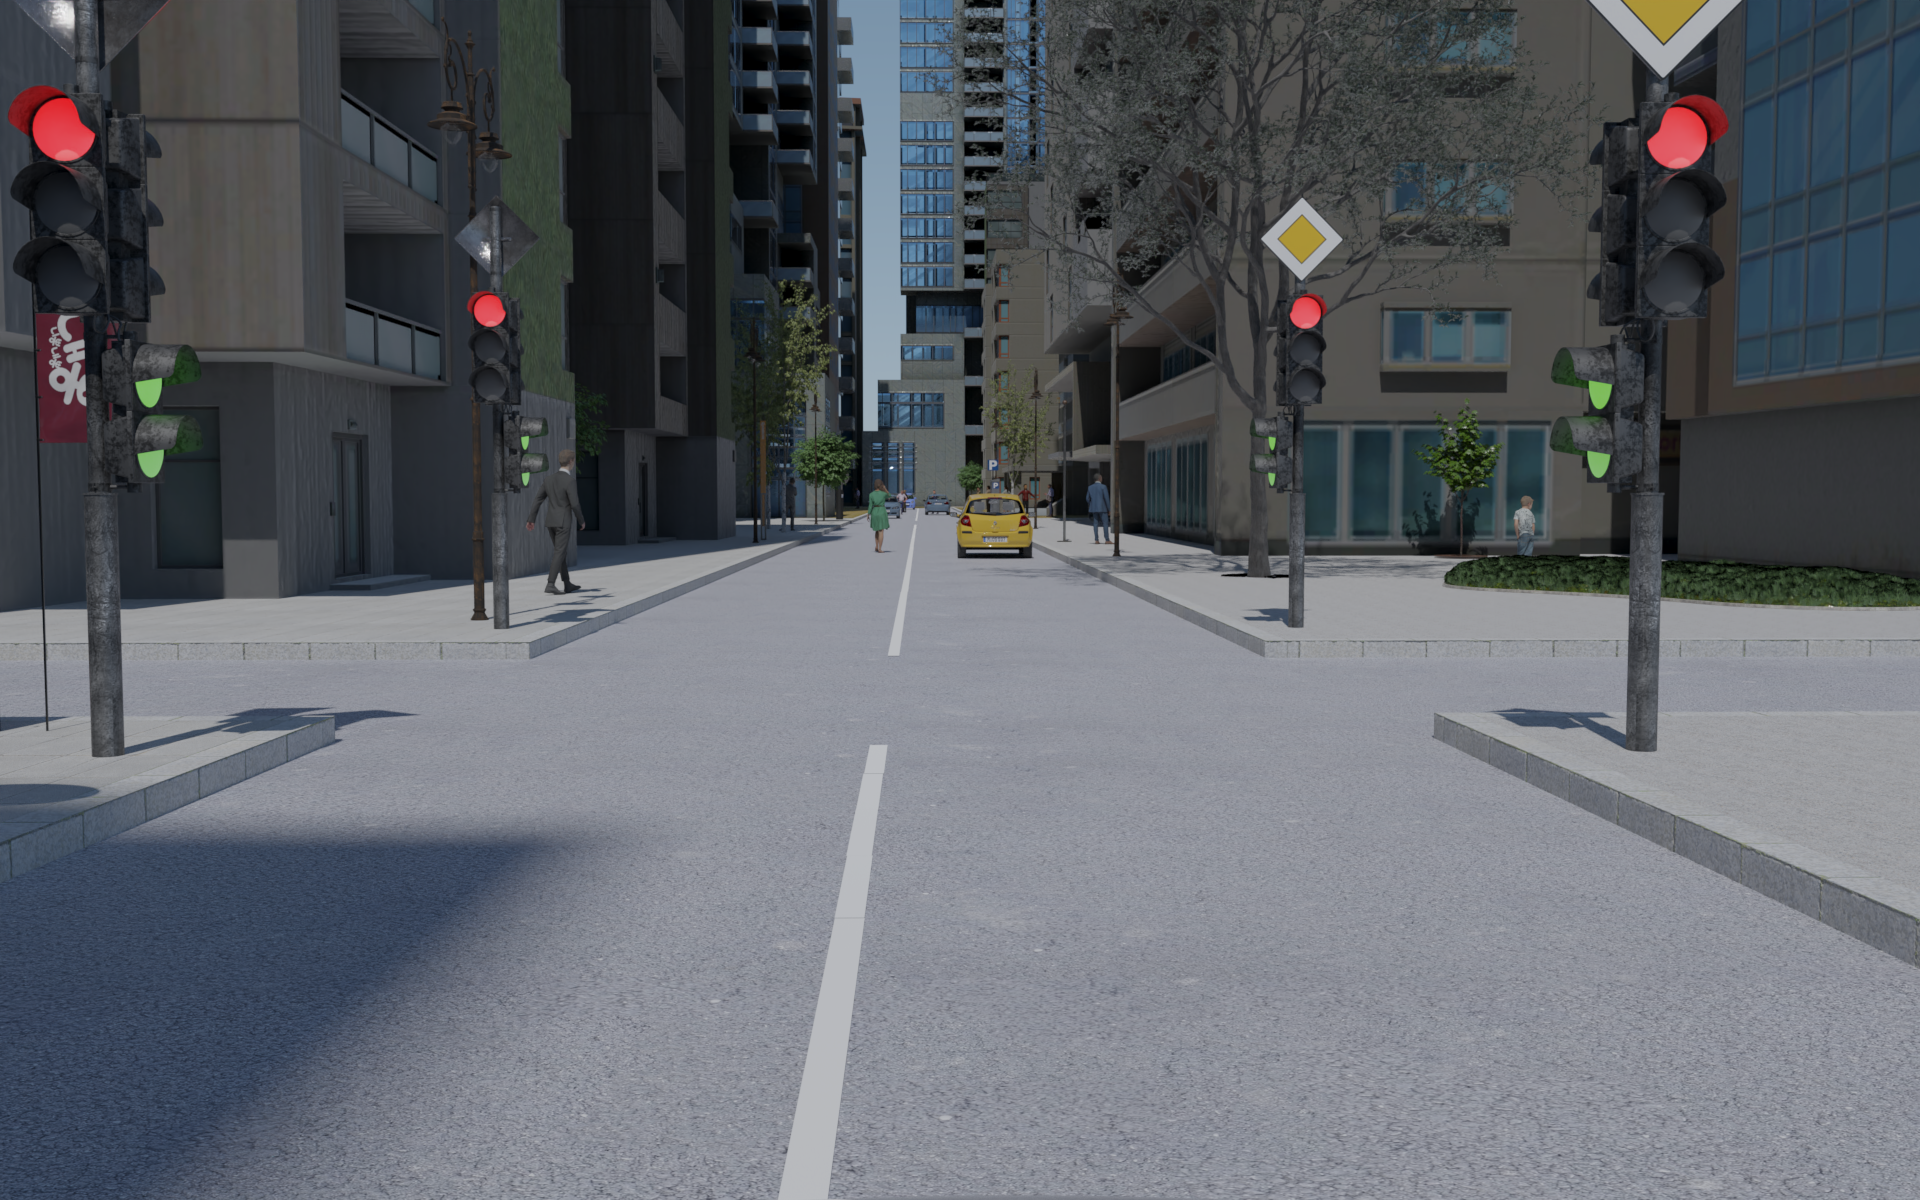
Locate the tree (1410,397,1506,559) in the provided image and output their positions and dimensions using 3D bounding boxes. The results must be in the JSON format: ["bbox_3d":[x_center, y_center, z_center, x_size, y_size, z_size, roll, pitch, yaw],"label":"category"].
[{"bbox_3d":[10.100,-2.438,34.462,1.663,3.219,1.824,0,3,0],"label":"tree"}]

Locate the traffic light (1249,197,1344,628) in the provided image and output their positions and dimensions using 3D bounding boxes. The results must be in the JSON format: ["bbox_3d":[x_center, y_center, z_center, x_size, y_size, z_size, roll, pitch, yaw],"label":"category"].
[{"bbox_3d":[3.214,-1.690,16.549,0.839,4.253,0.868,0,4,-1],"label":"traffic light"}]

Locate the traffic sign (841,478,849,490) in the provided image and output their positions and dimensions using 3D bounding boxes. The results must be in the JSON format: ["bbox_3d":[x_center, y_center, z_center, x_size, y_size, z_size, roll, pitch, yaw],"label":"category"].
[{"bbox_3d":[-6.144,-5.499,90.014,0.768,2.556,0.104,1,4,8],"label":"traffic sign"}]

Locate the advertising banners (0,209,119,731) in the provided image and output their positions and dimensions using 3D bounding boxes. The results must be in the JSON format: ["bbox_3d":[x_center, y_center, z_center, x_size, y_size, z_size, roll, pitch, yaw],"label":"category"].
[{"bbox_3d":[-5.451,-0.798,9.227,2.074,3.025,0.090,0,4,-5],"label":"advertising banners"}]

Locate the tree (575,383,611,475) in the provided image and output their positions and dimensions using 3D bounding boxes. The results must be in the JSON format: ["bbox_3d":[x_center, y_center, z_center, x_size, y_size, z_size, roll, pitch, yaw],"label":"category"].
[{"bbox_3d":[-9.015,-3.167,35.492,4.285,4.588,4.351,0,3,0],"label":"tree"}]

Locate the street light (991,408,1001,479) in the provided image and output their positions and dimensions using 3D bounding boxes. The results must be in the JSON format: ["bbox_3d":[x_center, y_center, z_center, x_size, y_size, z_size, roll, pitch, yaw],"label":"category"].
[{"bbox_3d":[1.895,-7.251,91.334,0.468,5.910,1.993,0,4,-1],"label":"street light"}]

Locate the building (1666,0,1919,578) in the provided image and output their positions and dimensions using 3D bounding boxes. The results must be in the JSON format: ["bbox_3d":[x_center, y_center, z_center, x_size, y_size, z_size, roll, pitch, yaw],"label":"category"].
[{"bbox_3d":[20.609,-22.921,24.869,14.200,45.320,14.600,0,4,-1],"label":"building"}]

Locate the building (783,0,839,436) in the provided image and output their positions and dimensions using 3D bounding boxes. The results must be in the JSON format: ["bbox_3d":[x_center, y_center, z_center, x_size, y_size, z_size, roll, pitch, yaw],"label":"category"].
[{"bbox_3d":[-16.326,-29.289,128.981,14.600,45.320,14.200,0,4,-1],"label":"building"}]

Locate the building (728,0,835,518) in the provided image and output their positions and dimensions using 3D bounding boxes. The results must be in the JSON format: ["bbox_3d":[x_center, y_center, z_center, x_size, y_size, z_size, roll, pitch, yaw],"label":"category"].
[{"bbox_3d":[-18.697,-48.467,105.106,22.319,86.520,31.000,0,4,-1],"label":"building"}]

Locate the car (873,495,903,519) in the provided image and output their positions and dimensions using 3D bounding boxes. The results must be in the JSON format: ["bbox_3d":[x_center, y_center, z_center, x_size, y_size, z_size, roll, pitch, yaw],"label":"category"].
[{"bbox_3d":[-4.396,-5.525,102.336,2.014,1.417,4.499,0,4,-2],"label":"car"}]

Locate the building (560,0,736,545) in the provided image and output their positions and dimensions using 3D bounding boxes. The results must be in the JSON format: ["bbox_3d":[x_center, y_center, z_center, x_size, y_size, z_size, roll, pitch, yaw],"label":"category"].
[{"bbox_3d":[-13.728,-16.724,45.139,14.160,30.474,14.107,0,4,-1],"label":"building"}]

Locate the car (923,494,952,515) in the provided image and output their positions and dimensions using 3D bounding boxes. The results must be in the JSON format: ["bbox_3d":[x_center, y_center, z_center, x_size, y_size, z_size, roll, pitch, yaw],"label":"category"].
[{"bbox_3d":[-1.551,-6.550,119.088,2.014,1.417,4.499,0,4,-2],"label":"car"}]

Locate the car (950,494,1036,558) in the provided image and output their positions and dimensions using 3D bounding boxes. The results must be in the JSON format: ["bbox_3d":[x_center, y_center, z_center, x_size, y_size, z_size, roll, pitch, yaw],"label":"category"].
[{"bbox_3d":[0.769,-1.821,39.993,2.015,1.641,3.980,0,4,0],"label":"car"}]

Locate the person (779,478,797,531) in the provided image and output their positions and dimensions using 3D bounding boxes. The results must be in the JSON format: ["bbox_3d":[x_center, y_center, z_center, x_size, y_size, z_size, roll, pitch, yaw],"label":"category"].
[{"bbox_3d":[-6.018,-3.351,60.637,0.655,1.846,0.447,-1,4,-12],"label":"person"}]

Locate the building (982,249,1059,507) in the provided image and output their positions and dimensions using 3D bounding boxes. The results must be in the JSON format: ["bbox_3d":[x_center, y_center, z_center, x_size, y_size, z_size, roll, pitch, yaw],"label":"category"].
[{"bbox_3d":[16.049,-17.875,137.296,27.650,21.520,28.899,0,4,-1],"label":"building"}]

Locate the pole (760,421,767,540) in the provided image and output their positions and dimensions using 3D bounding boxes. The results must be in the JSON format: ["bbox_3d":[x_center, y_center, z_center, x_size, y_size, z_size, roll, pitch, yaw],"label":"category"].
[{"bbox_3d":[-5.480,-3.325,48.200,0.158,3.312,0.155,0,3,0],"label":"pole"}]

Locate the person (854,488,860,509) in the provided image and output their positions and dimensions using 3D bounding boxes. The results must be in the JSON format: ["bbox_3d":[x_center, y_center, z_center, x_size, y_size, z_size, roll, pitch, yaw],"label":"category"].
[{"bbox_3d":[-9.064,-8.881,151.120,0.599,1.838,0.709,1,4,9],"label":"person"}]

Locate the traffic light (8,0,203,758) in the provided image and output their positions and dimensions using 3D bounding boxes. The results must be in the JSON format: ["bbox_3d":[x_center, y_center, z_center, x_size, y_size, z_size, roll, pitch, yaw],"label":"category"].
[{"bbox_3d":[-4.163,-1.190,8.379,0.839,4.253,0.868,0,4,-1],"label":"traffic light"}]

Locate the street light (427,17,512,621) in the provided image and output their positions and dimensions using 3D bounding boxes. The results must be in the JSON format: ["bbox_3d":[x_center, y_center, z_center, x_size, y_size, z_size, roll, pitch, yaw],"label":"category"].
[{"bbox_3d":[-4.889,-2.731,17.447,0.468,5.910,1.993,0,4,-1],"label":"street light"}]

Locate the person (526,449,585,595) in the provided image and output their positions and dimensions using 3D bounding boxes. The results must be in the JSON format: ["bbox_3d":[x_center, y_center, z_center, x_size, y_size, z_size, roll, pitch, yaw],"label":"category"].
[{"bbox_3d":[-5.074,-1.001,22.188,0.659,1.850,0.755,2,4,34],"label":"person"}]

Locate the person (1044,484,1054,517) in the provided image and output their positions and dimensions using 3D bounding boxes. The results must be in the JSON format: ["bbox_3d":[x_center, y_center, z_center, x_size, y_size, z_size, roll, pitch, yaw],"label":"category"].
[{"bbox_3d":[4.899,-5.527,96.279,0.599,1.838,0.709,1,4,14],"label":"person"}]

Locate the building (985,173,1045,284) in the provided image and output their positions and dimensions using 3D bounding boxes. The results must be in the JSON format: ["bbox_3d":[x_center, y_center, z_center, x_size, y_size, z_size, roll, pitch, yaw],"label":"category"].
[{"bbox_3d":[9.184,-23.660,158.549,14.160,30.474,14.107,0,4,-1],"label":"building"}]

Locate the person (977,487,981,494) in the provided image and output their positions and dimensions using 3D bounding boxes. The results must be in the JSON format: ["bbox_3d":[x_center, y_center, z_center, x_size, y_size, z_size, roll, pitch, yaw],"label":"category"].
[{"bbox_3d":[1.452,-8.002,136.976,0.705,1.812,1.348,-1,4,-20],"label":"person"}]

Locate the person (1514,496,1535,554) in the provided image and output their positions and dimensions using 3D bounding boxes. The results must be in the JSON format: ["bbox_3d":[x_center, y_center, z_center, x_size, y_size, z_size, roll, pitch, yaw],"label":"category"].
[{"bbox_3d":[8.756,-0.990,26.910,0.332,1.250,0.352,2,4,28],"label":"person"}]

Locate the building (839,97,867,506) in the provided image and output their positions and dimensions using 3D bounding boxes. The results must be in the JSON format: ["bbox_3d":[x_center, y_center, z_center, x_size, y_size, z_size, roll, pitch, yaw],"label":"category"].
[{"bbox_3d":[-24.631,-32.493,185.882,28.867,44.769,22.147,0,4,-1],"label":"building"}]

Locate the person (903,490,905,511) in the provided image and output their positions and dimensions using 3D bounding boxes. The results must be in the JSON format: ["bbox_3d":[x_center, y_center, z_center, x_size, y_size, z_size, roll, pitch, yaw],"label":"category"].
[{"bbox_3d":[-4.496,-8.046,140.773,0.721,1.735,1.217,-1,4,-15],"label":"person"}]

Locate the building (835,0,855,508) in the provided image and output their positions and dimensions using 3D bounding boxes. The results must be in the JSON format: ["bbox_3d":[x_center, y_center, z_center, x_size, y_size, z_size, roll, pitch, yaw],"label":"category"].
[{"bbox_3d":[-24.746,-32.601,152.642,30.456,49.044,23.786,0,4,-1],"label":"building"}]

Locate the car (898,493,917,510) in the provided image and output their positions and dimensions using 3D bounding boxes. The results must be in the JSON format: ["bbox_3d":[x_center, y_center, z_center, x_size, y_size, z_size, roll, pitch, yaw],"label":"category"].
[{"bbox_3d":[-4.980,-9.183,159.728,1.945,1.707,3.694,0,4,-2],"label":"car"}]

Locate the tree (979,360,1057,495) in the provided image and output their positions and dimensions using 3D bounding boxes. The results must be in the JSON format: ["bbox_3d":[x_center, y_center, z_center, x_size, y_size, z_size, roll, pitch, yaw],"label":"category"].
[{"bbox_3d":[3.139,-8.906,95.970,4.737,8.622,4.395,0,3,0],"label":"tree"}]

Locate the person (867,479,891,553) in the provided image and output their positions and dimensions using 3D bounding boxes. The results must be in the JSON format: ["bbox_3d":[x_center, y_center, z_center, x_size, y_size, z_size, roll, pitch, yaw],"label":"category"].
[{"bbox_3d":[-1.989,-2.052,42.294,0.600,1.795,0.529,0,4,3],"label":"person"}]

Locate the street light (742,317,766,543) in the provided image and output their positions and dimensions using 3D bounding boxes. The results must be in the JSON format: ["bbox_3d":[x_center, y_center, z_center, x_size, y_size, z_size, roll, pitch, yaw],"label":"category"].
[{"bbox_3d":[-5.368,-4.436,45.317,0.468,5.910,1.993,0,4,-1],"label":"street light"}]

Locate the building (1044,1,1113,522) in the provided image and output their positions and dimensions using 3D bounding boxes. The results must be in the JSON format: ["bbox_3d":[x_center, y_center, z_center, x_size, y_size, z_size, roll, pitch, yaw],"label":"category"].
[{"bbox_3d":[18.113,-29.866,77.542,28.713,52.752,27.495,0,4,-1],"label":"building"}]

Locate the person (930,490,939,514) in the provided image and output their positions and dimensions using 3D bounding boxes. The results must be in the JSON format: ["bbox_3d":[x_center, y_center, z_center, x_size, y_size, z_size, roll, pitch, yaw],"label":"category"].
[{"bbox_3d":[-1.821,-7.014,124.103,0.530,1.710,0.541,-2,4,-25],"label":"person"}]

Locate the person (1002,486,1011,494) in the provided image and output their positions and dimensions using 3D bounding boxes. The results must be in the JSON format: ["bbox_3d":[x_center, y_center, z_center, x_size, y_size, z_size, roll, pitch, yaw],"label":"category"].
[{"bbox_3d":[2.427,-5.278,93.124,1.217,1.735,0.721,-2,4,-35],"label":"person"}]

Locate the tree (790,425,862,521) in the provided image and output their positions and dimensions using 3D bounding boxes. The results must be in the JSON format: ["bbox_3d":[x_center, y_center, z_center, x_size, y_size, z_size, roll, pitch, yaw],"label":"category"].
[{"bbox_3d":[-6.340,-5.988,81.620,4.285,4.588,4.351,0,3,0],"label":"tree"}]

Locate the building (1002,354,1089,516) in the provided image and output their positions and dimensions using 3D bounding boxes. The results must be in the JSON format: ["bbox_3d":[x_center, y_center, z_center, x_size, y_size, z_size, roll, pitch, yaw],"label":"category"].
[{"bbox_3d":[19.058,-25.571,109.973,32.217,40.220,23.993,0,4,-1],"label":"building"}]

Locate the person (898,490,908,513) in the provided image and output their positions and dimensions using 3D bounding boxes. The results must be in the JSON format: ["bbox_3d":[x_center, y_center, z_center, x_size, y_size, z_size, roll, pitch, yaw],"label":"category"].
[{"bbox_3d":[-4.366,-7.653,134.149,0.721,1.766,1.217,2,4,35],"label":"person"}]

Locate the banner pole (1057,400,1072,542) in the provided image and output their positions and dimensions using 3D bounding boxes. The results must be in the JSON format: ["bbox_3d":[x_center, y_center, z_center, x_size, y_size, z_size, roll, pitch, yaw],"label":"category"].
[{"bbox_3d":[2.807,-3.459,46.580,0.401,3.779,0.863,0,4,2],"label":"banner pole"}]

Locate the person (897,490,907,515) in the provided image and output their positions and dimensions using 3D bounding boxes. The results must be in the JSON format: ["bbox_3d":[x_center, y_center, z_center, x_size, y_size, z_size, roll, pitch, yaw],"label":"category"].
[{"bbox_3d":[-4.082,-6.824,121.008,0.756,1.711,0.436,0,4,5],"label":"person"}]

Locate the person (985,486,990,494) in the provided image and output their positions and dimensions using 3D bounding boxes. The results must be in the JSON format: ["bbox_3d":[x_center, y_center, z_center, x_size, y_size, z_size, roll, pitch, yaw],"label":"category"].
[{"bbox_3d":[1.762,-6.258,108.374,0.705,1.823,1.348,3,4,36],"label":"person"}]

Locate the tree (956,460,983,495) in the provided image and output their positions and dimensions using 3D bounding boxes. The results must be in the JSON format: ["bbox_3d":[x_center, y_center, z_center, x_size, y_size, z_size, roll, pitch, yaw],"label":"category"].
[{"bbox_3d":[1.212,-11.305,168.549,4.285,4.588,4.351,0,3,0],"label":"tree"}]

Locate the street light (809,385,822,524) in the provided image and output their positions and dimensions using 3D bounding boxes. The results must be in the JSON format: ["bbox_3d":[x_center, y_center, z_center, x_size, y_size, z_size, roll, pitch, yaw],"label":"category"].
[{"bbox_3d":[-6.113,-6.155,73.426,0.468,5.910,1.993,0,4,-1],"label":"street light"}]

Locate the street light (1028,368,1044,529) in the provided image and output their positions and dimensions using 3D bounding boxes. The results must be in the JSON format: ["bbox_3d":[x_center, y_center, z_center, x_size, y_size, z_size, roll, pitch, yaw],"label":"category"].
[{"bbox_3d":[2.776,-5.546,63.465,0.468,5.910,1.993,0,4,-1],"label":"street light"}]

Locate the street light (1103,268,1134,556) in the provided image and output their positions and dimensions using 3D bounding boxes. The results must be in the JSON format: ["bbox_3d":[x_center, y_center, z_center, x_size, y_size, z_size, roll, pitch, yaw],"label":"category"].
[{"bbox_3d":[3.229,-3.837,35.520,0.468,5.910,1.993,0,4,-1],"label":"street light"}]

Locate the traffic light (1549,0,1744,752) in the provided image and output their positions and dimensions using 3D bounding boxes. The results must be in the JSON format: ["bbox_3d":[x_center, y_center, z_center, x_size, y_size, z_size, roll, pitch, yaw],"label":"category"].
[{"bbox_3d":[3.396,-1.202,8.566,0.839,4.253,0.868,0,4,-1],"label":"traffic light"}]

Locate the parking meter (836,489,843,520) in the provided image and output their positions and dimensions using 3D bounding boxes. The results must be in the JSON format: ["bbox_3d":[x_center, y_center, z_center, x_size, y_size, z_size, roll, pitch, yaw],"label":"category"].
[{"bbox_3d":[-6.044,-4.801,86.914,0.372,1.533,0.369,0,3,0],"label":"parking meter"}]

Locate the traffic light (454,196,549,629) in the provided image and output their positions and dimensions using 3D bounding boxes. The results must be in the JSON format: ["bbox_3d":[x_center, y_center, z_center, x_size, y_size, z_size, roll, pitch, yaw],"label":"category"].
[{"bbox_3d":[-4.345,-1.678,16.362,0.839,4.253,0.868,0,4,-1],"label":"traffic light"}]

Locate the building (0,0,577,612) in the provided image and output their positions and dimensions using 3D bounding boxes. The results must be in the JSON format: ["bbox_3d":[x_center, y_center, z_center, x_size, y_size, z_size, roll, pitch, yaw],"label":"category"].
[{"bbox_3d":[-13.715,-20.743,22.750,14.154,41.232,14.086,0,4,-1],"label":"building"}]

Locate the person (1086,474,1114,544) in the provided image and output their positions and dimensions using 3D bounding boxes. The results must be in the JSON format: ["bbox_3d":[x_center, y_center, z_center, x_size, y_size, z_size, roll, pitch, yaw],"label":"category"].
[{"bbox_3d":[3.571,-2.319,44.144,0.721,1.800,0.419,2,4,25],"label":"person"}]

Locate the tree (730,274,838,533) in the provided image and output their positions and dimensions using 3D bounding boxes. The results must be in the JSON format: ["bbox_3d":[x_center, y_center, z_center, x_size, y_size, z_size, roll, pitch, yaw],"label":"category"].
[{"bbox_3d":[-6.105,-6.565,57.708,4.737,8.622,4.395,0,3,0],"label":"tree"}]

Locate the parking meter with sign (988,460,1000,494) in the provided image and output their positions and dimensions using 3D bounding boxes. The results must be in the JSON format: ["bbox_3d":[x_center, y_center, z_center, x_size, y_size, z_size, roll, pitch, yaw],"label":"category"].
[{"bbox_3d":[1.739,-5.558,87.127,0.543,3.016,1.738,0,4,-5],"label":"parking meter with sign"}]

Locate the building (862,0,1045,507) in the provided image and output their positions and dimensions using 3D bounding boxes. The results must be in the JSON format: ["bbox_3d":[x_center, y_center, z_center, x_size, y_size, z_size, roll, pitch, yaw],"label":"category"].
[{"bbox_3d":[5.289,-53.386,185.540,31.000,86.520,22.319,0,4,-1],"label":"building"}]

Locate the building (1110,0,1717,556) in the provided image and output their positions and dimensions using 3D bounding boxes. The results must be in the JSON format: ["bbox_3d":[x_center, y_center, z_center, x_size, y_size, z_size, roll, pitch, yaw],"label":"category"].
[{"bbox_3d":[15.820,-25.775,45.124,21.300,48.544,21.600,0,4,-1],"label":"building"}]

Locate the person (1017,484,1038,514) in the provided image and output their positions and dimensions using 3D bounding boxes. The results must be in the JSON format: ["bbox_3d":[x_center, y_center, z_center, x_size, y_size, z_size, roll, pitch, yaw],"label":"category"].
[{"bbox_3d":[3.585,-5.423,94.667,1.348,1.831,0.705,-1,4,-14],"label":"person"}]

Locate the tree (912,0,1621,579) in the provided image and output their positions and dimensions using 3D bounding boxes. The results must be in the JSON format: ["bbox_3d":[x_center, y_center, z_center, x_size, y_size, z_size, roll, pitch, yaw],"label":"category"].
[{"bbox_3d":[4.475,-7.087,26.250,12.009,13.543,11.850,0,3,0],"label":"tree"}]
